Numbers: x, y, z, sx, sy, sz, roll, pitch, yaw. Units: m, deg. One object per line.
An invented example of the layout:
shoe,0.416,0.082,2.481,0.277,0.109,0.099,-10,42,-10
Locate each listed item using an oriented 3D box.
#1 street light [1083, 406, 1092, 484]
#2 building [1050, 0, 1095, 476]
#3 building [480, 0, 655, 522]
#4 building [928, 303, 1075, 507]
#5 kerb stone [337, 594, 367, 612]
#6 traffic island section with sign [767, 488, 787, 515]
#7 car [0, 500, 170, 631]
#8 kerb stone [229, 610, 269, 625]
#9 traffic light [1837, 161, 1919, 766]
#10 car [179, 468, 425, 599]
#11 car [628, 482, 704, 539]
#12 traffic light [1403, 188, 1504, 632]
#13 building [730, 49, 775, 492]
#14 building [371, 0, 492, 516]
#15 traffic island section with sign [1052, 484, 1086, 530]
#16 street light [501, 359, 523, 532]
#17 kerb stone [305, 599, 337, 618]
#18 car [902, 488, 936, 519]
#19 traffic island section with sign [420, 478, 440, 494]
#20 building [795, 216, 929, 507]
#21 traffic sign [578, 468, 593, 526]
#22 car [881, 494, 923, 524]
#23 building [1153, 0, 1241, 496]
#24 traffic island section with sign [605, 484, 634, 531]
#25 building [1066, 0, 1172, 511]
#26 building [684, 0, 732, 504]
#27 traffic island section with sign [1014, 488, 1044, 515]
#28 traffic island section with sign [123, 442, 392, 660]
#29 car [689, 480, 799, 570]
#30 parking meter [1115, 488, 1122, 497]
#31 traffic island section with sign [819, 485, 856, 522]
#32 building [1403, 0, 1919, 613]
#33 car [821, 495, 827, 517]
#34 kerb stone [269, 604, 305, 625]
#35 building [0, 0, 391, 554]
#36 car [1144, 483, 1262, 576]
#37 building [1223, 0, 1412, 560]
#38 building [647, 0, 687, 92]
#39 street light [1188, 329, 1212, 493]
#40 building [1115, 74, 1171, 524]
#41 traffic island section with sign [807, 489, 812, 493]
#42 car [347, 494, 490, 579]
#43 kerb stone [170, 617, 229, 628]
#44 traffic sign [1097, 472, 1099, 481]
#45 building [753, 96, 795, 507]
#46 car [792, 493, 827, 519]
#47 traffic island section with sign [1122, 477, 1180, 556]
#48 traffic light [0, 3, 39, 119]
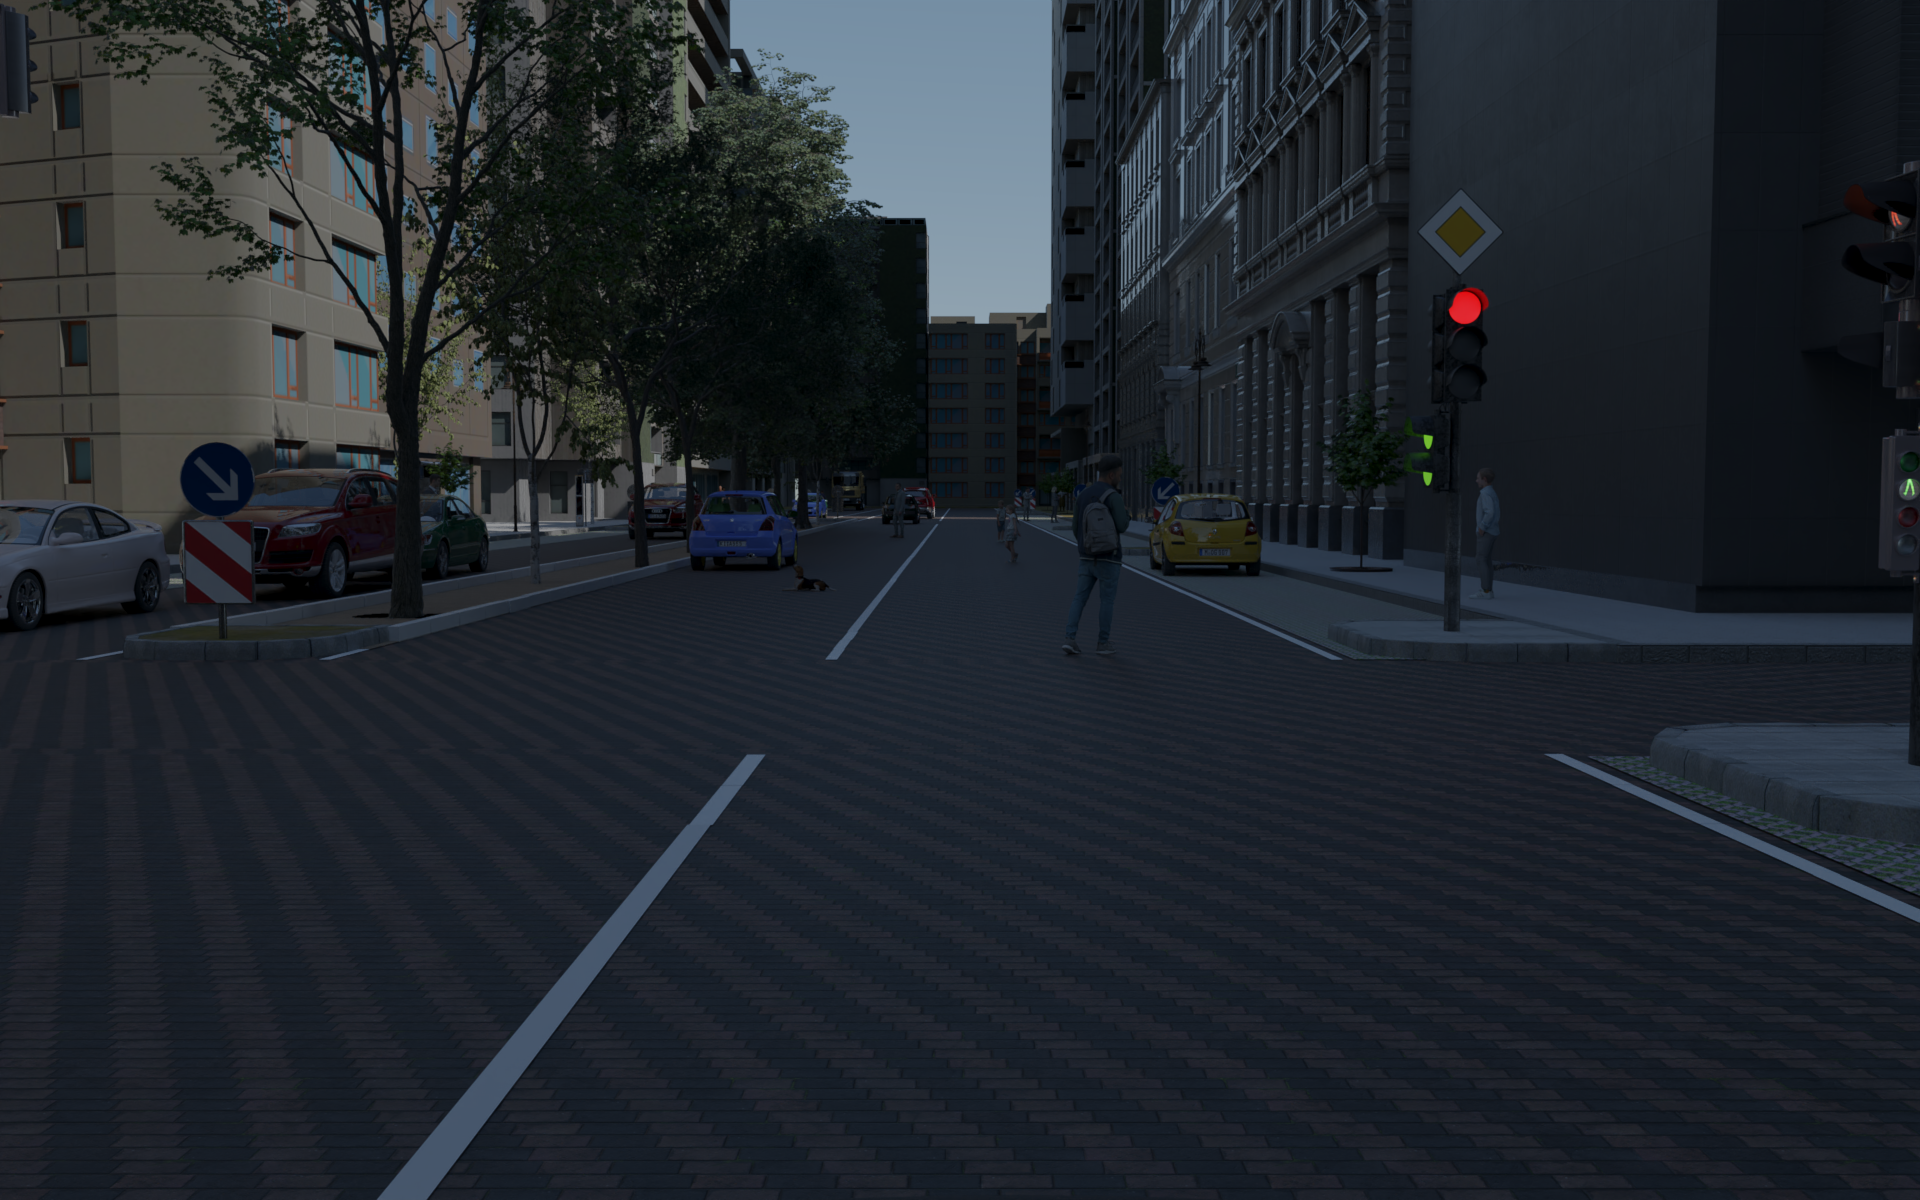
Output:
street light,6.659,-7.224,90.892,0.468,5.910,1.993,0,3,0
building,22.030,-34.391,151.533,28.713,52.752,27.495,0,3,0
building,-23.093,-19.068,83.465,14.160,30.474,14.107,0,3,0
building,11.262,-21.053,189.250,28.899,21.520,27.650,0,3,0
kerb stone,-7.588,0.051,21.370,0.120,0.150,1.000,0,3,0
traffic island section with sign,-12.826,-6.699,118.156,1.989,1.847,2.006,0,3,0
car,-10.685,-0.441,19.569,2.083,1.381,4.827,0,4,-1
kerb stone,-7.589,0.238,18.299,0.120,0.150,1.000,0,3,0
traffic light,2.487,-2.037,7.973,4.771,5.953,1.251,0,3,0
car,-9.509,-1.022,25.379,2.281,1.827,5.304,0,4,1
car,-9.524,-2.930,56.573,2.281,1.827,5.304,0,4,-2
traffic light,4.584,-1.662,16.098,0.839,4.253,0.868,0,3,0
building,-28.296,-28.054,150.572,23.993,40.220,32.217,0,3,0
building,-25.210,-25.037,59.464,14.600,45.320,14.200,0,3,0
traffic island section with sign,4.672,-3.668,68.599,1.989,1.847,2.006,0,3,0
street light,-15.145,-5.264,58.862,0.468,5.910,1.993,0,3,0
kerb stone,-7.588,0.113,20.347,0.120,0.150,1.000,0,3,0
car,-2.575,-5.708,101.992,2.281,1.827,5.304,0,4,2
traffic island section with sign,-12.878,-2.004,41.390,1.989,1.847,2.006,0,3,0
building,-10.246,-25.155,182.991,14.107,30.474,14.160,0,3,0
traffic sign,-14.823,-4.064,68.572,0.606,2.300,0.079,0,4,1
car,-2.836,-4.522,83.726,2.009,1.686,4.222,0,4,1
building,14.863,-16.896,62.150,13.634,28.700,20.117,0,3,0
traffic island section with sign,-12.852,-3.652,68.345,1.989,1.847,2.006,0,3,0
building,18.696,-42.123,126.965,20.563,71.187,20.611,0,3,0
building,-27.426,-30.149,116.634,21.300,48.544,21.600,0,3,0
traffic island section with sign,4.695,-6.697,118.128,1.989,1.847,2.006,0,3,0
traffic island section with sign,-6.525,-0.474,15.881,2.006,1.907,1.989,0,3,0
car,-4.167,-1.481,33.809,1.945,1.707,3.694,0,4,2
parking meter,6.383,-3.788,70.340,0.372,1.533,0.369,0,3,0
traffic island section with sign,-6.481,-5.069,91.020,2.006,1.907,1.989,0,3,0
building,19.816,-14.045,23.138,24.014,27.812,14.314,0,3,0
car,-9.377,-5.957,109.198,2.131,1.459,4.920,0,4,-1
kerb stone,-7.589,0.179,19.323,0.120,0.150,1.000,0,3,0
building,-28.830,-11.355,30.699,27.650,21.520,28.899,0,3,0
car,4.411,-1.304,31.537,2.015,1.641,3.980,0,4,2
building,13.043,-13.055,42.320,11.050,23.489,19.941,0,3,0
building,-23.464,-25.337,97.860,14.154,41.232,14.086,0,3,0
street light,6.697,-4.631,48.502,0.468,5.910,1.993,0,3,0
building,12.973,-14.214,81.543,9.793,20.994,18.267,0,3,0
traffic island section with sign,-12.795,-8.425,146.368,1.989,1.847,2.006,0,3,0
car,-9.648,-1.151,30.611,2.131,1.459,4.920,0,4,-2
kerb stone,-7.590,0.301,17.277,0.120,0.150,1.000,0,3,0
traffic sign,6.392,-4.579,76.996,0.606,2.300,0.079,0,4,2
building,-24.869,-30.461,181.623,14.086,41.232,14.154,0,3,0
car,-8.677,-5.525,99.926,1.945,1.707,3.694,0,4,1
traffic island section with sign,4.650,-1.968,40.811,1.989,1.847,2.006,0,3,0
traffic light,-11.085,-2.536,16.129,4.771,5.953,1.251,0,3,0
